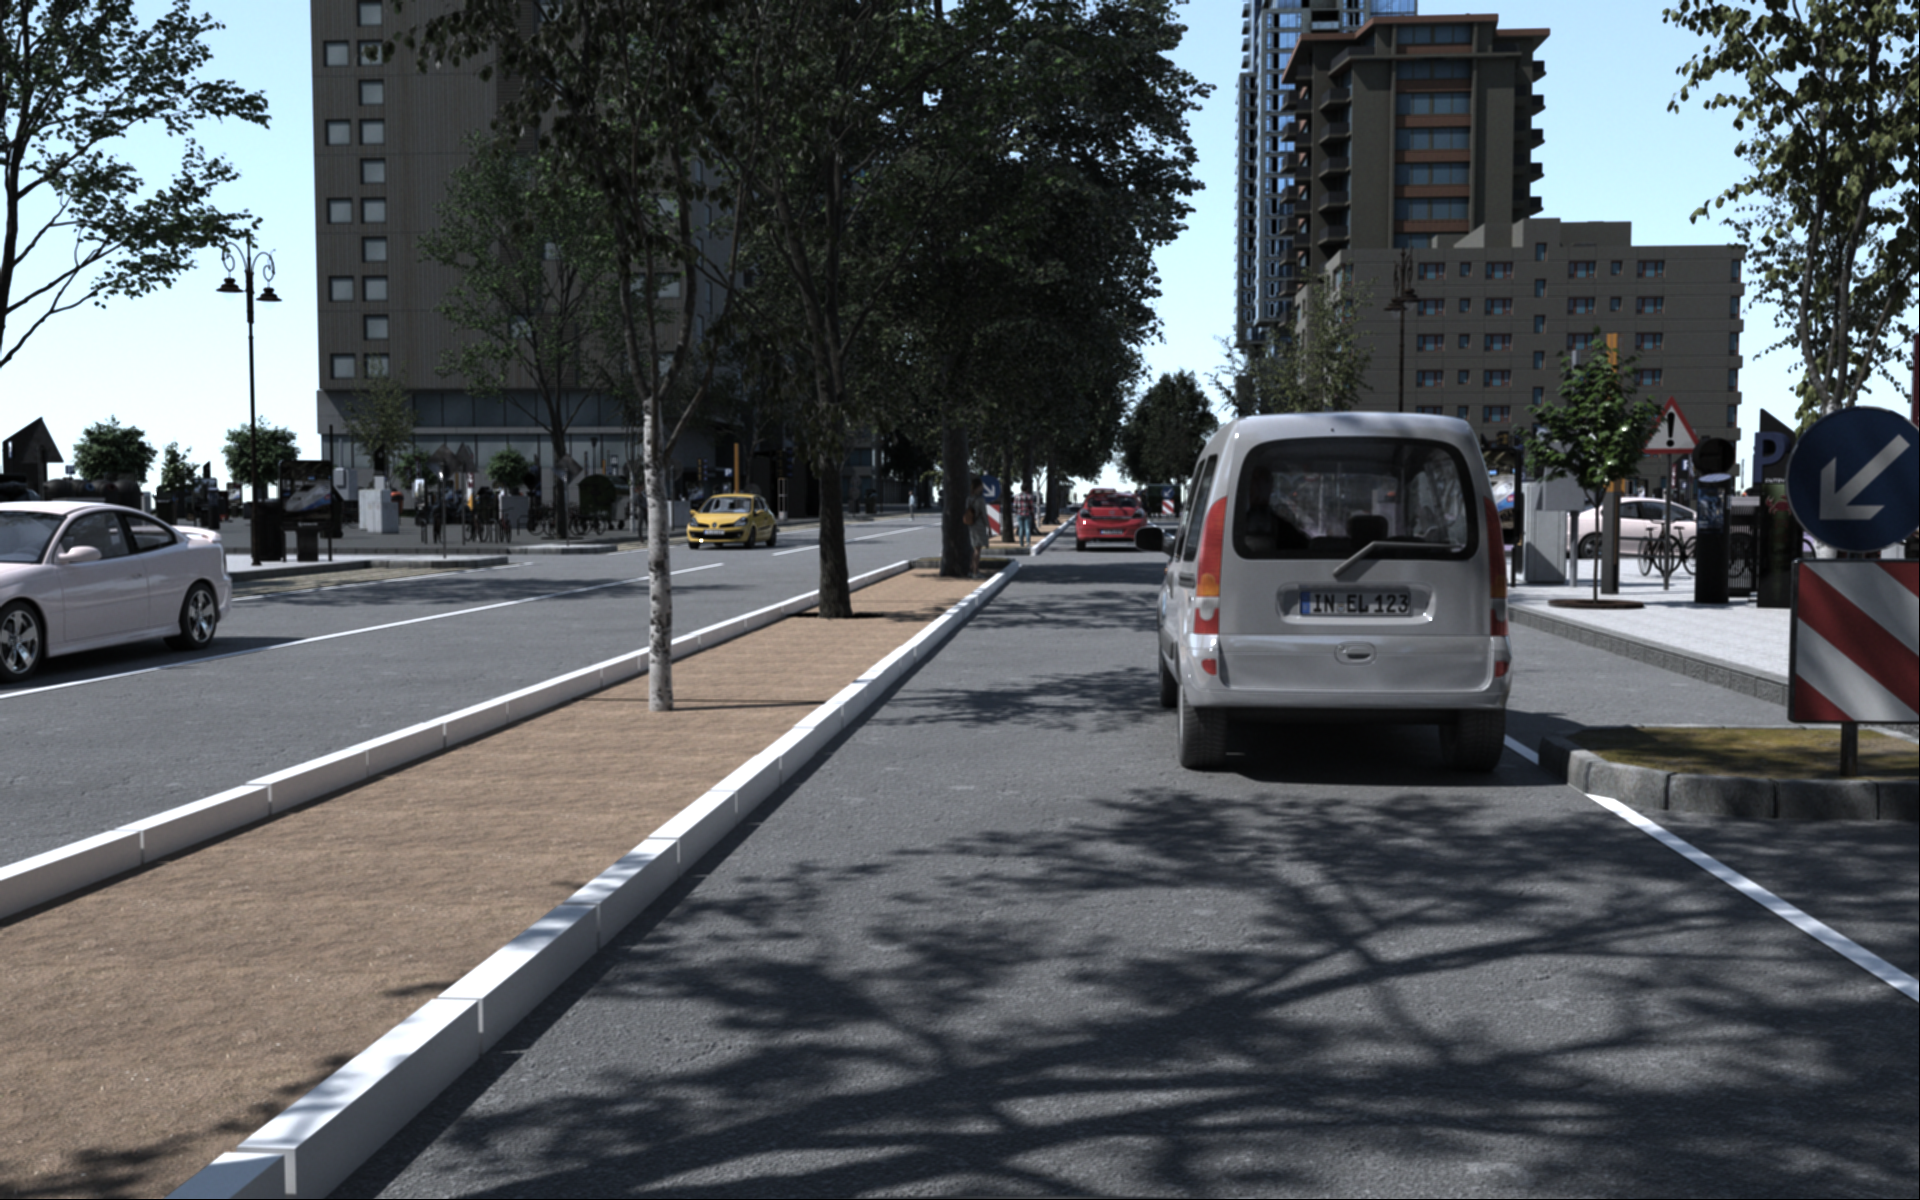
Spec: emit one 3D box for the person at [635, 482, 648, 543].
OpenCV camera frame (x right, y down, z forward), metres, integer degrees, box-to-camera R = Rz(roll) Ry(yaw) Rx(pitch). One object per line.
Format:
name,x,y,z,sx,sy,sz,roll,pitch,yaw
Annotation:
person,-9.233,-2.579,50.933,0.573,1.790,0.520,1,4,13

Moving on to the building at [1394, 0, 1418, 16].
building,46.925,-55.721,223.712,22.319,86.520,31.000,0,4,5

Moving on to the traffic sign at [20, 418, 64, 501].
traffic sign,-15.640,-1.804,29.497,0.884,2.594,0.081,1,4,14

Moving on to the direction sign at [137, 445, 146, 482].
direction sign,-35.753,-5.084,75.113,0.876,3.537,0.379,0,4,-2

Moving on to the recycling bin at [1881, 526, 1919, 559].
recycling bin,13.449,-0.757,24.933,0.722,1.027,0.722,1,4,20

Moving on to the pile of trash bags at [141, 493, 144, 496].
pile of trash bags,-44.093,-4.941,90.530,1.912,1.369,3.447,1,4,22

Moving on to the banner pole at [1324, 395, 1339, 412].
banner pole,9.349,-3.279,43.625,0.401,3.779,0.863,3,5,42

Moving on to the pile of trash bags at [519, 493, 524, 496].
pile of trash bags,-28.622,-5.933,106.763,3.447,1.369,1.912,-1,4,-22

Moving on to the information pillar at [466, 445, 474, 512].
information pillar,-23.435,-5.594,82.823,0.183,3.616,0.504,-3,5,-42

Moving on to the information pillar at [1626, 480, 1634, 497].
information pillar,35.873,-5.401,92.801,0.304,2.012,0.304,0,4,3

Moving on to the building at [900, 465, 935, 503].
building,-18.984,-25.346,259.447,27.650,21.520,28.899,0,4,5

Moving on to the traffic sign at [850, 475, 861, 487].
traffic sign,-7.079,-7.185,117.579,0.768,2.556,0.104,0,4,7

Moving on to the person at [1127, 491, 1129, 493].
person,10.956,-6.288,113.117,0.589,1.601,0.330,-3,4,-36

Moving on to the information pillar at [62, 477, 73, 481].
information pillar,-38.739,-4.329,75.263,0.304,2.012,0.304,1,4,18

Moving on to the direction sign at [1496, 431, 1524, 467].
direction sign,19.781,-4.296,62.235,0.876,3.537,0.379,1,4,12

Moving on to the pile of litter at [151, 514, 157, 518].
pile of litter,-46.996,-5.231,99.497,1.176,0.858,1.719,3,4,38

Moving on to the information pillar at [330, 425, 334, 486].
information pillar,-21.241,-4.113,58.604,0.183,3.616,0.504,-1,4,-19

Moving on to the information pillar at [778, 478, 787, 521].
information pillar,-8.315,-4.699,81.319,0.304,2.012,0.304,2,4,26

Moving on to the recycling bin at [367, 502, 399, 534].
recycling bin,-18.664,-2.658,56.020,0.722,1.027,0.722,2,4,30

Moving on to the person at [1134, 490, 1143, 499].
person,12.257,-6.837,121.005,1.217,1.743,0.721,0,4,-2

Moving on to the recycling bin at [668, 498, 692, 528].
recycling bin,-10.720,-3.271,66.038,0.722,1.027,0.722,-2,4,-29

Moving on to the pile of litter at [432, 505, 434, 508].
pile of litter,-23.585,-3.923,78.114,1.719,0.858,1.176,0,4,3

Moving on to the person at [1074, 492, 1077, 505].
person,14.712,-12.825,219.655,0.593,1.643,0.415,1,4,21

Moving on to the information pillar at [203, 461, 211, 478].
information pillar,-52.121,-7.865,119.949,0.504,3.616,0.183,-1,4,-10

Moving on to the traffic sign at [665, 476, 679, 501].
traffic sign,-11.602,-4.258,69.718,0.768,2.556,0.104,1,4,13

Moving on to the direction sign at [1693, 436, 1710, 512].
direction sign,28.707,-4.610,67.362,0.379,3.537,0.876,-3,4,-37

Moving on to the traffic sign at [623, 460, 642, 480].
traffic sign,-12.077,-3.899,63.859,0.768,2.556,0.104,1,4,11

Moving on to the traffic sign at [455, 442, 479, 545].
traffic sign,-12.443,-2.652,43.364,0.884,2.594,0.081,1,4,14

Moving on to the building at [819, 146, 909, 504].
building,-19.370,-37.230,228.310,23.786,49.044,30.456,0,4,5

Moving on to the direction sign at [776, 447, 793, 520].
direction sign,-8.552,-5.653,84.418,0.876,3.537,0.379,-2,4,-32

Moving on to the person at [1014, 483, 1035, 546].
person,1.703,-2.237,45.909,0.563,1.720,0.643,1,4,15

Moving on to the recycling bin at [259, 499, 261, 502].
recycling bin,-48.113,-6.546,119.580,0.722,1.027,0.722,-2,4,-35

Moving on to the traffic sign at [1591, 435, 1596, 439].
traffic sign,9.754,-1.470,26.158,0.606,2.300,0.079,1,4,11

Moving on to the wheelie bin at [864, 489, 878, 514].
wheelie bin,-5.799,-6.418,112.842,0.980,1.594,0.693,1,4,18

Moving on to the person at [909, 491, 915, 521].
person,-2.618,-5.100,93.692,0.330,1.601,0.589,0,4,1

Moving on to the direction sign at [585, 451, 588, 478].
direction sign,-19.916,-6.136,92.321,0.379,3.537,0.876,-1,4,-20

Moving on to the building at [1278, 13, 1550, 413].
building,41.971,-31.150,163.934,22.147,44.769,28.867,0,4,5

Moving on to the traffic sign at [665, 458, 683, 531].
traffic sign,-10.016,-3.686,60.367,0.768,2.556,0.104,1,4,11

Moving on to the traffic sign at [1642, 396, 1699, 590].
traffic sign,9.423,-1.409,23.037,0.884,2.594,0.081,1,4,9

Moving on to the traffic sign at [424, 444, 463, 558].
traffic sign,-10.266,-1.885,34.457,0.795,2.450,0.064,0,4,5

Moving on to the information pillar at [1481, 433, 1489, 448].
information pillar,20.032,-4.578,66.210,0.183,3.616,0.504,-1,4,-14

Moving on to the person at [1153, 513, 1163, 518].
person,11.910,-5.937,104.938,0.474,1.900,0.648,-3,5,-45

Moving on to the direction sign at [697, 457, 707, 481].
direction sign,-15.936,-7.047,107.209,0.876,3.537,0.379,3,5,40

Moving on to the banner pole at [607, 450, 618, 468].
banner pole,-19.679,-6.603,97.973,0.863,3.779,0.401,1,4,21

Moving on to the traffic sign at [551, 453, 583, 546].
traffic sign,-9.612,-2.371,42.415,0.795,2.450,0.064,0,4,5

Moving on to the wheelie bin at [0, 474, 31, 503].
wheelie bin,-14.792,-1.163,26.916,0.980,1.594,0.693,-3,5,-45

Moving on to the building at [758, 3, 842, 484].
building,-22.533,-44.796,170.669,20.563,71.187,20.611,0,4,5

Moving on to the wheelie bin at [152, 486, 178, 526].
wheelie bin,-29.339,-3.430,63.987,0.980,1.594,0.693,0,4,-4

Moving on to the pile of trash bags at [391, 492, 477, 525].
pile of trash bags,-22.376,-3.868,72.992,3.447,1.369,1.912,-3,5,-42

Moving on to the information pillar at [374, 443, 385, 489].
information pillar,-26.618,-5.391,79.499,0.504,3.616,0.183,1,4,10

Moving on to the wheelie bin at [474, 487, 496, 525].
wheelie bin,-20.005,-3.985,73.062,0.693,1.594,0.980,1,4,16

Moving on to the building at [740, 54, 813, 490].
building,-21.106,-28.735,153.415,14.154,41.232,14.086,0,4,5

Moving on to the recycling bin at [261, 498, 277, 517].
recycling bin,-40.924,-5.539,103.121,0.722,1.027,0.722,2,4,33

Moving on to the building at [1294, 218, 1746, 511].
building,41.768,-17.780,135.735,27.650,21.520,28.899,0,4,5

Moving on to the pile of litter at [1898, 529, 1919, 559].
pile of litter,11.909,-0.463,21.529,1.719,0.858,1.176,3,5,41

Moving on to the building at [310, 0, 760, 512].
building,-30.750,-33.235,132.638,28.713,52.752,27.495,0,4,5

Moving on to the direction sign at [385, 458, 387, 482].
direction sign,-36.021,-7.100,108.078,0.876,3.537,0.379,2,4,34

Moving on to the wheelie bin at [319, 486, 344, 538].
wheelie bin,-18.321,-2.595,50.343,0.693,1.594,0.980,-2,4,-33

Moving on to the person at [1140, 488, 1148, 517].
person,11.755,-6.238,110.401,0.836,1.842,0.656,2,4,25

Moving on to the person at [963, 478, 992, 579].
person,0.283,-1.200,29.120,0.522,1.701,0.512,-3,5,-44
